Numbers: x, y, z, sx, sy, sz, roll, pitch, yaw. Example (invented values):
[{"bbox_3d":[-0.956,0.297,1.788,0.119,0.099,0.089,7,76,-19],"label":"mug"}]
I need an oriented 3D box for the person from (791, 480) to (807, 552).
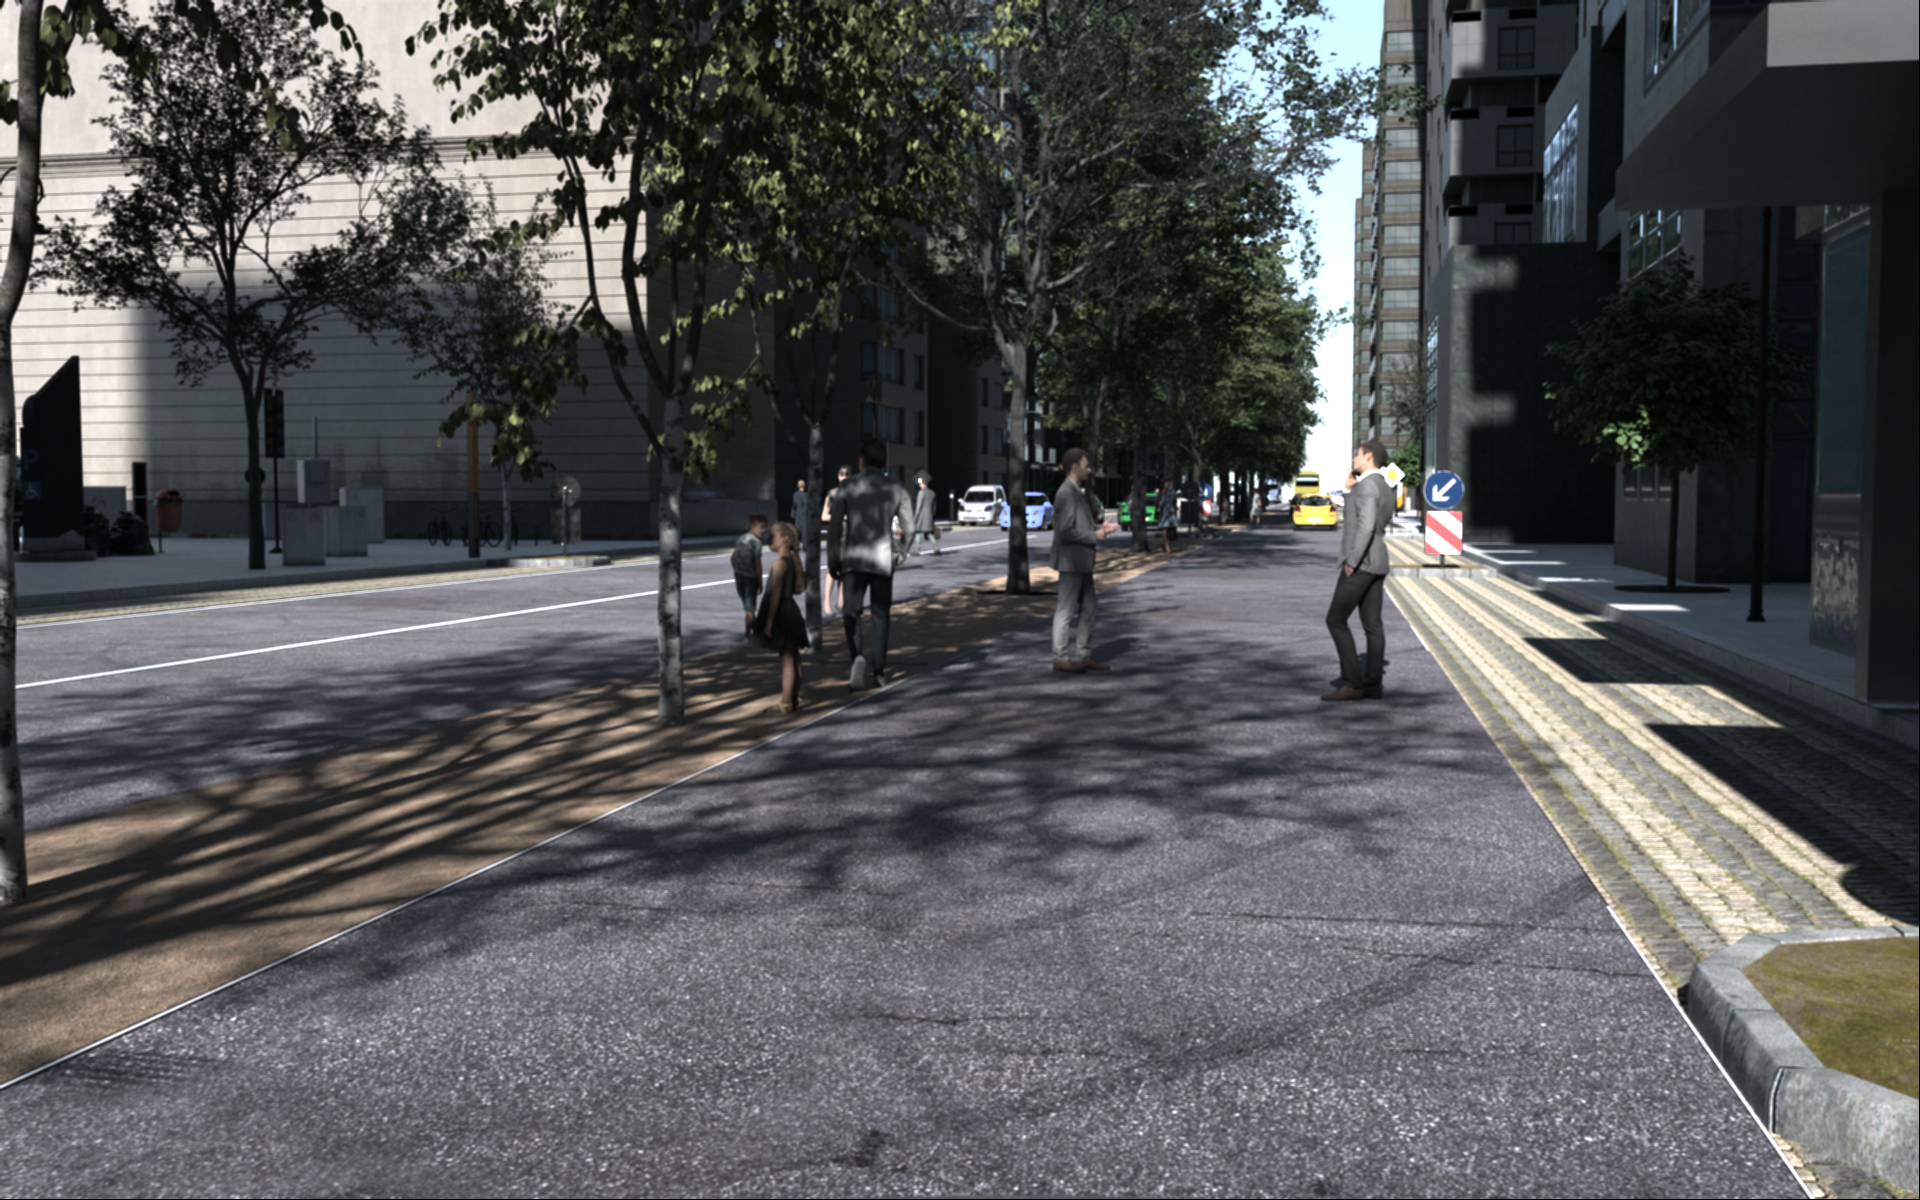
[{"bbox_3d":[-3.929,-2.075,42.850,0.576,1.772,0.534,1,4,22],"label":"person"}]

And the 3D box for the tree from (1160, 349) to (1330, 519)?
[{"bbox_3d":[16.400,-11.025,99.729,9.611,12.733,9.660,0,3,0],"label":"tree"}]

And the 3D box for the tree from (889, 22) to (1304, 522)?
[{"bbox_3d":[2.475,-5.954,34.212,8.767,10.594,7.601,1,4,12],"label":"tree"}]

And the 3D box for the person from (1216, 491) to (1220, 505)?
[{"bbox_3d":[32.563,-12.858,218.869,0.705,1.807,1.348,-1,4,-17],"label":"person"}]

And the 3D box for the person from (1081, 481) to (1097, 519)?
[{"bbox_3d":[3.362,-2.339,47.022,0.678,1.792,0.850,-1,4,-9],"label":"person"}]

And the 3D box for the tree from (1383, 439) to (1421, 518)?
[{"bbox_3d":[24.438,-6.621,91.965,4.285,4.588,4.351,0,3,0],"label":"tree"}]

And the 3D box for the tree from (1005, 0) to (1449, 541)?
[{"bbox_3d":[7.417,-11.787,51.058,12.611,20.169,13.585,0,3,0],"label":"tree"}]

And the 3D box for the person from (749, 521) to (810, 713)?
[{"bbox_3d":[-1.180,0.114,11.310,0.373,1.253,0.362,1,4,14],"label":"person"}]

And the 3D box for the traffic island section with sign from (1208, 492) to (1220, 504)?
[{"bbox_3d":[35.532,-14.493,245.593,1.989,1.847,2.006,1,4,12],"label":"traffic island section with sign"}]

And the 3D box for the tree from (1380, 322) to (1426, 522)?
[{"bbox_3d":[19.687,-7.434,71.909,4.360,8.622,3.978,0,3,0],"label":"tree"}]

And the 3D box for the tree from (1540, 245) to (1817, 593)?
[{"bbox_3d":[9.518,-2.396,22.894,4.285,4.588,4.351,0,3,0],"label":"tree"}]

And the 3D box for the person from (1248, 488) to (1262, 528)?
[{"bbox_3d":[12.377,-3.848,72.419,0.522,1.701,0.512,3,5,39],"label":"person"}]

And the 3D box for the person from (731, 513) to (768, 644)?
[{"bbox_3d":[-2.022,-0.213,16.663,0.352,1.250,0.332,-1,4,-12],"label":"person"}]

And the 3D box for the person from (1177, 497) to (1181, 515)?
[{"bbox_3d":[14.972,-6.414,118.388,0.382,1.210,0.505,2,4,35],"label":"person"}]

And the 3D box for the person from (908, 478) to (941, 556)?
[{"bbox_3d":[-0.825,-1.925,40.074,0.767,1.812,0.694,3,4,36],"label":"person"}]

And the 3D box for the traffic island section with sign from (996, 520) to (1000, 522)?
[{"bbox_3d":[2.906,-4.855,88.000,1.989,1.847,2.006,1,4,12],"label":"traffic island section with sign"}]

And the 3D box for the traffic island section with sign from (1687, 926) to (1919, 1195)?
[{"bbox_3d":[2.871,0.280,4.053,1.989,1.847,2.006,1,4,12],"label":"traffic island section with sign"}]

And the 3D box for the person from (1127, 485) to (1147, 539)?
[{"bbox_3d":[5.733,-2.822,55.313,0.598,1.740,0.731,3,5,41],"label":"person"}]

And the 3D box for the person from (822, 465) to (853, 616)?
[{"bbox_3d":[-1.398,-0.714,20.518,0.599,1.781,0.374,-3,5,-42],"label":"person"}]

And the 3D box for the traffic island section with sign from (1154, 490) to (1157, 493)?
[{"bbox_3d":[18.710,-9.522,164.320,1.989,1.847,2.006,1,4,12],"label":"traffic island section with sign"}]

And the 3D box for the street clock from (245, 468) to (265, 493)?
[{"bbox_3d":[-19.101,-2.594,46.974,0.358,2.002,0.471,3,5,43],"label":"street clock"}]

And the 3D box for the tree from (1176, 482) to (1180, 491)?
[{"bbox_3d":[27.500,-13.938,222.482,1.663,3.219,1.824,0,3,0],"label":"tree"}]

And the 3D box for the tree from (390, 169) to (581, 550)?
[{"bbox_3d":[-10.436,-5.434,39.203,4.360,8.622,3.978,0,3,0],"label":"tree"}]

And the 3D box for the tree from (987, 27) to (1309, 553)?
[{"bbox_3d":[4.413,-7.398,41.541,7.486,12.596,7.792,0,3,0],"label":"tree"}]

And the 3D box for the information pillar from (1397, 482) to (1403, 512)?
[{"bbox_3d":[30.826,-7.964,121.566,0.504,3.616,0.183,3,4,38],"label":"information pillar"}]

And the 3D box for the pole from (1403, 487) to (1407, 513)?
[{"bbox_3d":[29.504,-7.397,114.777,0.158,3.312,0.155,0,3,0],"label":"pole"}]

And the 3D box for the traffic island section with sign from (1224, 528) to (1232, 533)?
[{"bbox_3d":[9.027,-3.432,64.245,2.006,1.907,1.989,1,4,12],"label":"traffic island section with sign"}]

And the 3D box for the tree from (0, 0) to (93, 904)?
[{"bbox_3d":[-3.355,-3.256,6.059,4.737,8.622,4.395,0,3,0],"label":"tree"}]

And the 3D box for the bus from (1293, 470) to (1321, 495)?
[{"bbox_3d":[36.097,-11.531,180.083,2.896,3.916,12.252,1,4,11],"label":"bus"}]

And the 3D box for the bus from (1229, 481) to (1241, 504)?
[{"bbox_3d":[38.842,-15.176,242.985,2.948,3.499,13.247,1,4,10],"label":"bus"}]

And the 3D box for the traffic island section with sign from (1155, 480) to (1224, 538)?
[{"bbox_3d":[7.516,-2.988,56.992,2.006,1.907,1.989,1,4,12],"label":"traffic island section with sign"}]

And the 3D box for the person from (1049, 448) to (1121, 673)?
[{"bbox_3d":[1.002,-0.320,13.930,0.583,1.804,0.606,0,4,6],"label":"person"}]

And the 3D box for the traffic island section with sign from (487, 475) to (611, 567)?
[{"bbox_3d":[-8.119,-1.594,34.683,1.989,1.847,2.006,1,4,12],"label":"traffic island section with sign"}]

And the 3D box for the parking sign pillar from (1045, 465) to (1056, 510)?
[{"bbox_3d":[7.124,-9.320,140.849,1.447,3.967,1.447,-2,4,-25],"label":"parking sign pillar"}]

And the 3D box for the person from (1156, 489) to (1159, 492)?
[{"bbox_3d":[12.760,-6.308,112.050,0.576,1.772,0.534,1,4,13],"label":"person"}]

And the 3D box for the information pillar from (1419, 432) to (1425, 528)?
[{"bbox_3d":[17.290,-4.484,64.672,0.183,3.616,0.504,1,4,22],"label":"information pillar"}]

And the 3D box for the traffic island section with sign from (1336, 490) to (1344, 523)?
[{"bbox_3d":[19.646,-4.678,85.111,1.989,1.847,2.006,1,4,12],"label":"traffic island section with sign"}]

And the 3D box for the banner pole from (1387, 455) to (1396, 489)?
[{"bbox_3d":[27.710,-7.423,111.375,0.401,3.779,0.863,-3,5,-43],"label":"banner pole"}]

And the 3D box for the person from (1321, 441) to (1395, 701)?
[{"bbox_3d":[2.789,-0.210,12.113,0.473,1.802,0.592,3,5,44],"label":"person"}]

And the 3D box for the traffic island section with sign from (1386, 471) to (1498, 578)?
[{"bbox_3d":[8.335,-1.335,30.451,1.989,1.847,2.006,1,4,12],"label":"traffic island section with sign"}]

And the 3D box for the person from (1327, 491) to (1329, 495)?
[{"bbox_3d":[62.174,-17.427,293.063,1.348,1.869,0.705,-2,4,-25],"label":"person"}]

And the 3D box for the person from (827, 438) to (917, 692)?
[{"bbox_3d":[-0.642,-0.266,12.691,0.661,1.843,0.795,0,4,-7],"label":"person"}]

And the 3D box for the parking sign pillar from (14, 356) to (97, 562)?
[{"bbox_3d":[-17.422,-2.737,33.227,1.447,3.967,1.447,0,4,6],"label":"parking sign pillar"}]

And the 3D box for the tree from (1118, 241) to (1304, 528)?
[{"bbox_3d":[9.344,-8.574,68.394,9.928,11.665,9.643,0,3,0],"label":"tree"}]

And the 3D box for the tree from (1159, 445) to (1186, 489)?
[{"bbox_3d":[26.898,-16.255,216.138,4.737,8.622,4.395,0,3,0],"label":"tree"}]

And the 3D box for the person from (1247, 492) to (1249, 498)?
[{"bbox_3d":[41.782,-14.769,250.709,1.217,1.736,0.721,1,4,13],"label":"person"}]

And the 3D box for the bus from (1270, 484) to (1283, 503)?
[{"bbox_3d":[52.162,-17.911,287.703,2.948,3.499,13.247,1,4,12],"label":"bus"}]

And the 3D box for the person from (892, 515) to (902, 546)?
[{"bbox_3d":[-1.269,-1.160,32.155,0.352,1.250,0.332,-2,4,-31],"label":"person"}]

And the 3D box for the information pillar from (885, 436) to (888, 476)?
[{"bbox_3d":[-2.984,-4.820,70.163,0.183,3.616,0.504,0,4,4],"label":"information pillar"}]

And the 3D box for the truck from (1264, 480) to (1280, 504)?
[{"bbox_3d":[47.312,-16.757,263.727,2.967,4.110,18.799,1,4,11],"label":"truck"}]

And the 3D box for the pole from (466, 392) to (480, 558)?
[{"bbox_3d":[-9.808,-2.510,34.880,0.158,3.312,0.155,0,3,0],"label":"pole"}]

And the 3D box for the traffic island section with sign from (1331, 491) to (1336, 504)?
[{"bbox_3d":[25.231,-6.327,112.080,1.989,1.847,2.006,1,4,12],"label":"traffic island section with sign"}]

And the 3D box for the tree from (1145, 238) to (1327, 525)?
[{"bbox_3d":[12.227,-10.410,79.310,9.857,13.997,8.962,0,3,0],"label":"tree"}]

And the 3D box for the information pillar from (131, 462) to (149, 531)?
[{"bbox_3d":[-18.823,-2.158,39.773,0.304,2.012,0.304,-2,4,-29],"label":"information pillar"}]

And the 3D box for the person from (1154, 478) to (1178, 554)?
[{"bbox_3d":[4.884,-2.003,41.338,0.616,1.811,0.778,-1,4,-13],"label":"person"}]

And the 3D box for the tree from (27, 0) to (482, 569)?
[{"bbox_3d":[-11.945,-5.826,29.669,8.767,10.594,7.601,1,4,11],"label":"tree"}]

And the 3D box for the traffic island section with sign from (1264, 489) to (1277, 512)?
[{"bbox_3d":[24.247,-7.932,137.831,2.006,1.907,1.989,1,4,12],"label":"traffic island section with sign"}]

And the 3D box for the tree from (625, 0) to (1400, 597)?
[{"bbox_3d":[0.823,-6.822,24.367,12.009,13.543,11.850,0,3,0],"label":"tree"}]

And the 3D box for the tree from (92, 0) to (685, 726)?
[{"bbox_3d":[-1.772,-3.538,10.663,4.737,8.622,4.395,0,3,0],"label":"tree"}]
